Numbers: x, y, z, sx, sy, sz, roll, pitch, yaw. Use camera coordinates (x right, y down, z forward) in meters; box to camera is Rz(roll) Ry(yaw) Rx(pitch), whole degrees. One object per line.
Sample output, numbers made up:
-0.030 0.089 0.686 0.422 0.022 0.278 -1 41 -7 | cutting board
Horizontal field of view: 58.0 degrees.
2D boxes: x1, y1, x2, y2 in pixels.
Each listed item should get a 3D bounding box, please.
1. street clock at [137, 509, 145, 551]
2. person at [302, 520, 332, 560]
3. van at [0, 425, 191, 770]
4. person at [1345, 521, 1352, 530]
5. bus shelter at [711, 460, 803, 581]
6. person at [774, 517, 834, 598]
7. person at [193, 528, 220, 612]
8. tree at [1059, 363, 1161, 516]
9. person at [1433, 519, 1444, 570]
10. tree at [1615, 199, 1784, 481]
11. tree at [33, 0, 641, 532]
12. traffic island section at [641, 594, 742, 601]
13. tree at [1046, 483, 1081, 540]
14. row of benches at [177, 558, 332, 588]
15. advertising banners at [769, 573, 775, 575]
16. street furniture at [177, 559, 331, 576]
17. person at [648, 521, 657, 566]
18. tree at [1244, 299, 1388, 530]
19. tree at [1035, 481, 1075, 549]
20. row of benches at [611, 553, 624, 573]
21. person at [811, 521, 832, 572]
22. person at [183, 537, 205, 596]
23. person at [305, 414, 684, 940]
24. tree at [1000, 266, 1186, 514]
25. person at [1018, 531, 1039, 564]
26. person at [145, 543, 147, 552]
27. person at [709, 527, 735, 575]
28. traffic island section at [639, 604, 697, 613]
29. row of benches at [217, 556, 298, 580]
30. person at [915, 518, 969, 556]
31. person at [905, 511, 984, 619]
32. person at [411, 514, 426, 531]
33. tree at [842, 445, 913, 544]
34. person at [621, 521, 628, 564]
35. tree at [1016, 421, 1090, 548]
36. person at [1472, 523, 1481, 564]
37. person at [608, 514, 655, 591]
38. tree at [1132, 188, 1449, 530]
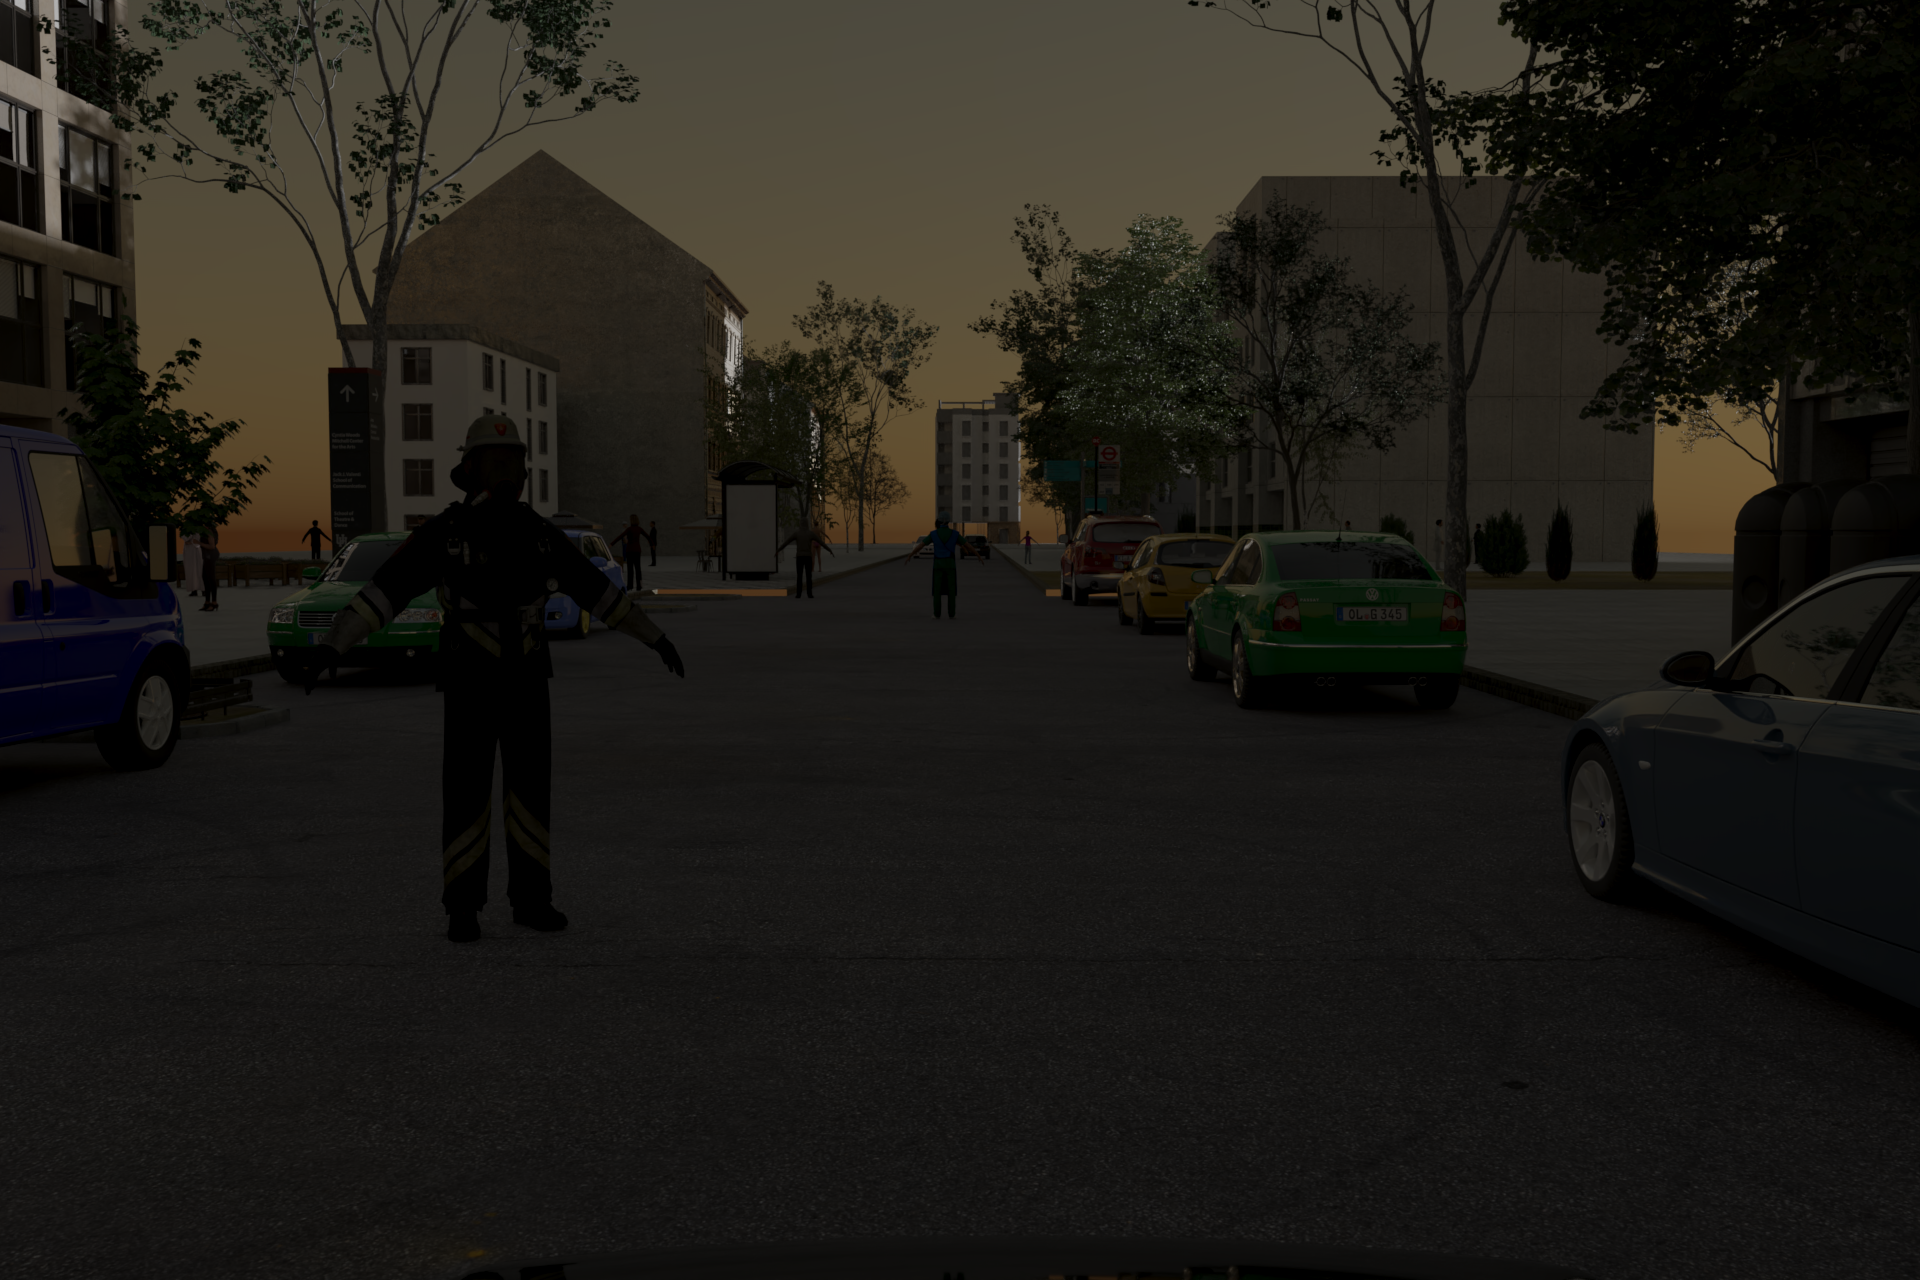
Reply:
-9.558 -0.958 20.241 0.358 2.002 0.471 0 4 0 | street clock
-23.921 -3.559 64.370 1.347 1.806 0.705 1 4 15 | person
-5.841 -0.271 8.809 2.240 2.365 5.245 0 4 1 | van
14.709 -3.643 65.841 0.705 1.796 1.348 3 4 36 | person
-5.781 -3.433 50.058 2.014 3.302 5.546 0 3 0 | bus shelter
-3.478 -1.840 38.667 1.348 1.813 0.705 0 4 -4 | person
-12.542 -1.300 28.762 0.593 1.643 0.415 2 4 27 | person
6.808 -7.421 71.702 4.360 8.622 3.978 0 3 0 | tree
17.162 -3.411 61.951 0.705 1.806 1.347 1 4 13 | person
25.368 -8.715 52.867 12.009 13.543 11.850 0 3 0 | tree
-12.577 -11.081 37.059 12.611 20.169 13.585 0 3 0 | tree
-5.856 -0.933 38.125 1.991 0.108 1.994 0 3 0 | traffic island section
7.553 -10.180 116.806 4.360 8.622 3.978 0 3 0 | tree
-17.266 -1.676 42.867 1.422 0.672 4.104 3 4 37 | row of benches
-5.980 -3.609 55.195 0.090 3.025 2.074 0 4 2 | advertising banners
-21.802 -2.375 54.459 10.072 0.657 5.734 -1 4 -8 | street furniture
-12.269 -3.844 69.066 0.704 1.802 1.346 0 4 -4 | person
10.501 -6.311 53.543 4.360 8.622 3.978 0 3 0 | tree
8.307 -11.931 145.432 4.360 8.622 3.978 0 3 0 | tree
-12.860 -2.506 56.430 4.104 0.672 1.422 -2 4 -31 | row of benches
-4.914 -3.187 58.909 1.217 1.733 0.721 -2 4 -23 | person
-15.765 -1.769 35.642 0.551 1.740 0.621 -2 4 -32 | person
-1.656 0.124 6.213 1.354 1.856 0.705 -2 4 -32 | person
6.698 -10.833 83.771 9.857 13.997 8.962 0 3 0 | tree
2.913 -3.937 73.636 0.991 1.433 0.599 2 4 25 | person
-20.730 -2.329 44.213 1.346 1.812 0.704 1 4 21 | person
-7.323 -2.988 54.620 1.354 1.858 0.705 -2 4 -30 | person
-5.984 -0.580 32.346 1.991 0.108 1.994 0 4 1 | traffic island section
-20.474 -2.068 49.269 4.104 0.672 1.422 2 4 30 | row of benches
-0.464 -2.118 43.231 1.345 1.843 0.704 1 4 8 | person
-0.262 -1.263 29.235 1.347 1.817 0.704 0 4 -2 | person
-15.236 -2.636 49.027 1.347 1.837 0.705 0 4 -2 | person
-11.584 -19.586 230.602 12.009 13.543 11.850 0 3 0 | tree
-14.533 -4.243 75.228 0.705 1.847 1.347 -1 4 -11 | person
7.644 -11.852 128.199 7.601 10.594 8.767 0 4 1 | tree
22.152 -4.139 74.397 0.721 1.740 1.216 2 4 31 | person
-7.396 -1.973 39.059 1.215 1.729 0.721 -3 5 -42 | person
9.027 -6.836 46.183 8.767 10.594 7.601 0 4 -4 | tree
